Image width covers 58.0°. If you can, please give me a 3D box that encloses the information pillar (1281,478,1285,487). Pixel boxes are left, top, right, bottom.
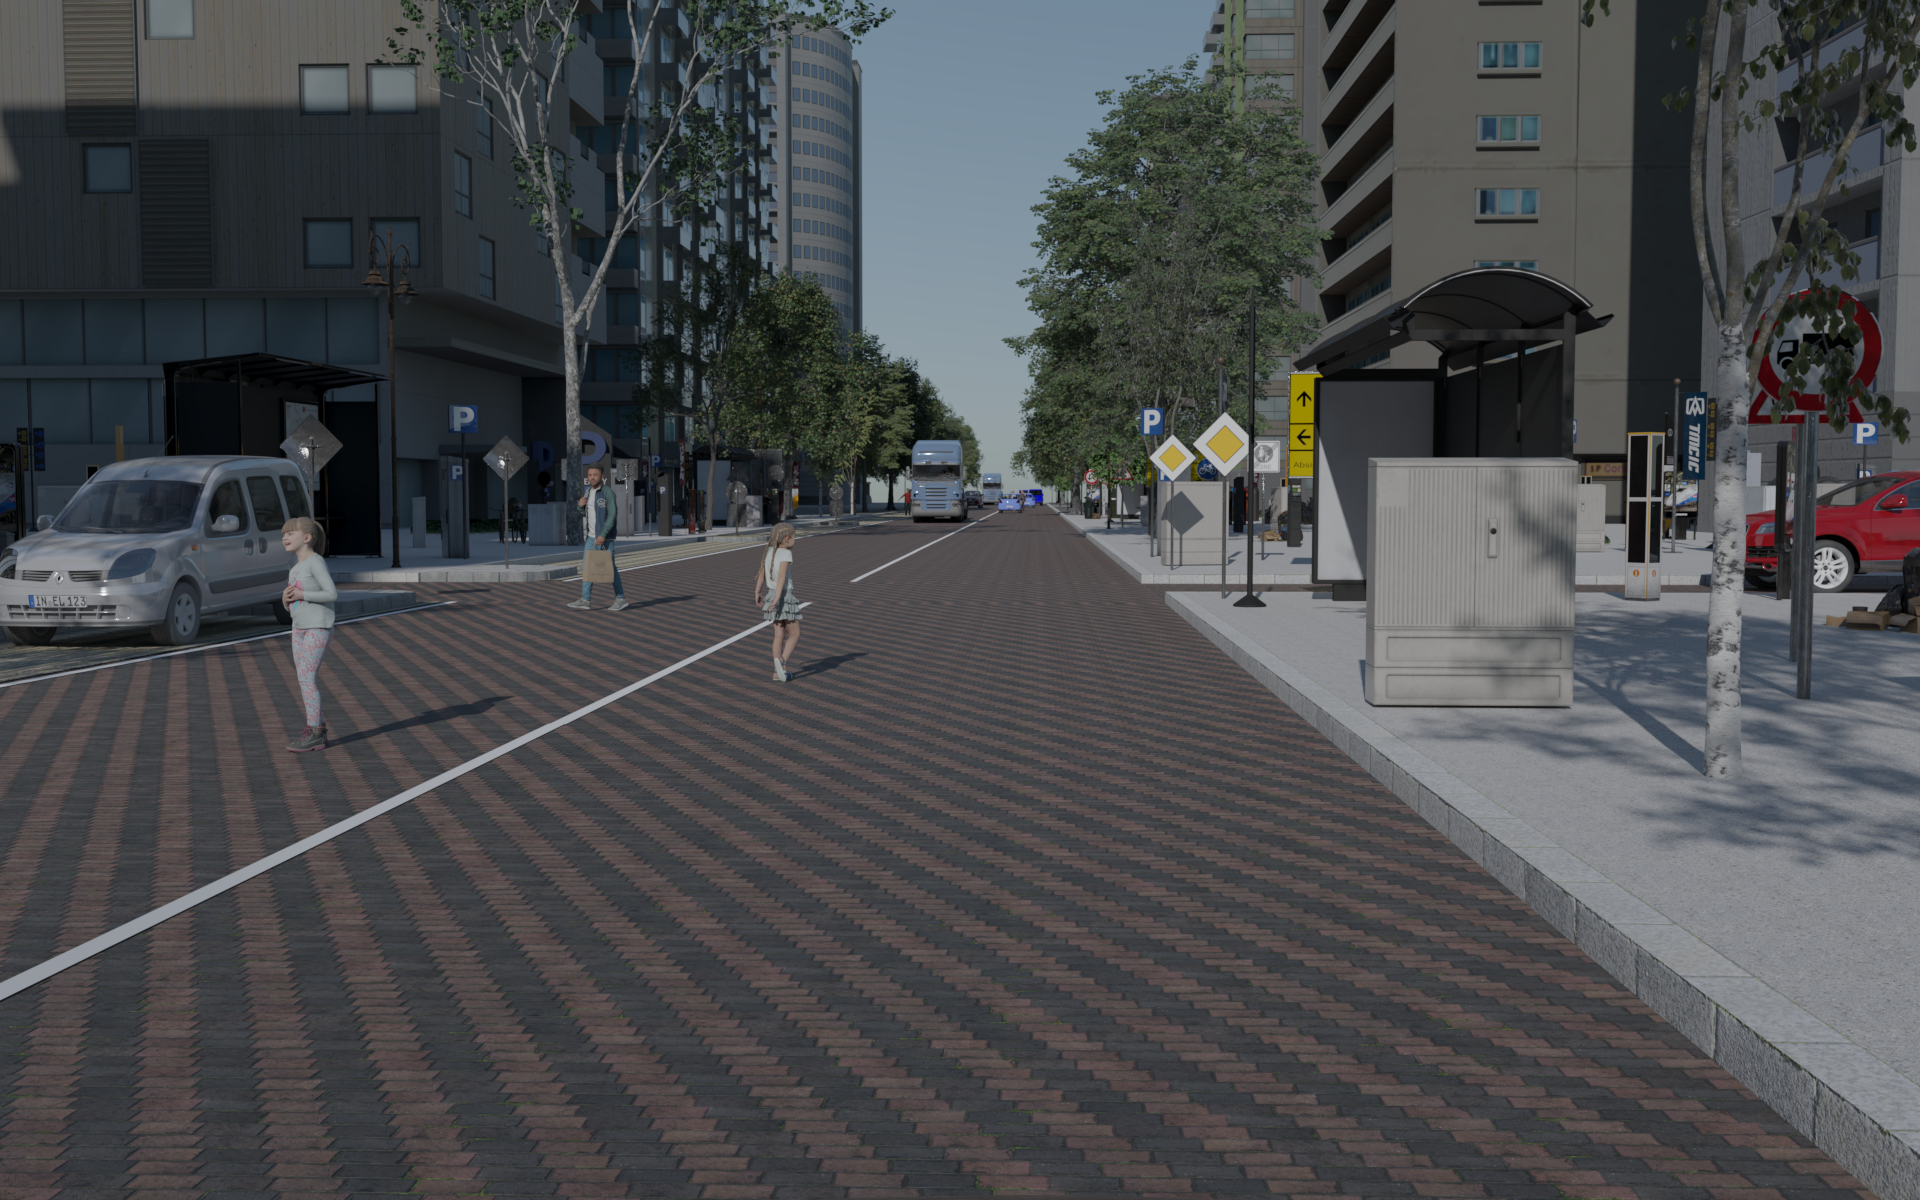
[{"bbox_3d":[14.982,-4.611,79.885,0.304,2.012,0.304,3,4,36],"label":"information pillar"}]

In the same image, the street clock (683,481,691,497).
[{"bbox_3d":[-14.733,-5.455,93.765,0.358,2.002,0.471,2,4,30],"label":"street clock"}]

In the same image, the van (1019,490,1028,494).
[{"bbox_3d":[9.549,-15.255,253.797,2.240,2.365,5.245,0,4,4],"label":"van"}]

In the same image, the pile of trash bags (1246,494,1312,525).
[{"bbox_3d":[13.275,-3.866,72.954,3.447,1.369,1.912,0,4,-1],"label":"pile of trash bags"}]

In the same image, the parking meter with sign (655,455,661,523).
[{"bbox_3d":[-13.949,-4.970,77.527,0.543,3.016,1.738,-2,4,-32],"label":"parking meter with sign"}]

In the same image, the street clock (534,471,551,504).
[{"bbox_3d":[-13.090,-3.044,54.340,0.471,2.002,0.358,-3,5,-44],"label":"street clock"}]

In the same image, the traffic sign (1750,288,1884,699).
[{"bbox_3d":[5.286,-0.652,10.774,0.768,2.556,0.104,1,4,11],"label":"traffic sign"}]

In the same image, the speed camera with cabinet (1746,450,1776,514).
[{"bbox_3d":[16.633,-2.559,36.170,0.660,3.252,2.038,0,4,0],"label":"speed camera with cabinet"}]

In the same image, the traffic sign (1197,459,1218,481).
[{"bbox_3d":[8.831,-3.774,61.803,0.768,2.556,0.104,1,4,8],"label":"traffic sign"}]

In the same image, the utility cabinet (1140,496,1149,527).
[{"bbox_3d":[7.247,-3.470,67.898,0.306,1.237,1.020,1,4,11],"label":"utility cabinet"}]

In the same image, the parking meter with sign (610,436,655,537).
[{"bbox_3d":[-10.183,-3.422,52.205,1.738,3.016,0.543,-1,4,-10],"label":"parking meter with sign"}]

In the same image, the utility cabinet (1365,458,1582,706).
[{"bbox_3d":[3.068,-0.107,10.424,1.173,1.500,0.318,0,4,3],"label":"utility cabinet"}]

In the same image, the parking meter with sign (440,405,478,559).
[{"bbox_3d":[-10.116,-2.355,34.759,0.543,3.016,1.738,-2,4,-27],"label":"parking meter with sign"}]

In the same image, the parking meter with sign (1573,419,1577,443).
[{"bbox_3d":[13.526,-2.722,40.763,1.738,3.016,0.543,2,4,31],"label":"parking meter with sign"}]

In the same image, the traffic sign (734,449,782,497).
[{"bbox_3d":[-9.174,-5.185,78.654,2.265,3.308,0.079,1,4,10],"label":"traffic sign"}]

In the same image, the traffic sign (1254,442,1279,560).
[{"bbox_3d":[5.859,-1.916,33.463,0.606,2.300,0.079,1,4,9],"label":"traffic sign"}]

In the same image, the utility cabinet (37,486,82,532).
[{"bbox_3d":[-24.628,-2.376,47.532,1.173,1.500,0.318,-2,4,-24],"label":"utility cabinet"}]

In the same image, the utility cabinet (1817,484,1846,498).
[{"bbox_3d":[18.322,-1.719,36.790,1.173,1.500,0.318,3,5,43],"label":"utility cabinet"}]

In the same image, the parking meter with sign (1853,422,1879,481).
[{"bbox_3d":[22.411,-2.848,42.819,0.543,3.016,1.738,2,4,31],"label":"parking meter with sign"}]

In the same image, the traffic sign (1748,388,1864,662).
[{"bbox_3d":[6.378,-0.805,13.172,0.884,2.594,0.081,0,4,6],"label":"traffic sign"}]

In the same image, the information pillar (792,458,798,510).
[{"bbox_3d":[-9.620,-6.652,100.110,0.504,3.616,0.183,-1,4,-20],"label":"information pillar"}]

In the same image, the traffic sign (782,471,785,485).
[{"bbox_3d":[-9.455,-5.730,93.791,0.768,2.556,0.104,0,4,8],"label":"traffic sign"}]

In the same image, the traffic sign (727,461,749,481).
[{"bbox_3d":[-8.871,-4.224,69.066,0.884,2.594,0.081,0,4,5],"label":"traffic sign"}]

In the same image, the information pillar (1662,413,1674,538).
[{"bbox_3d":[20.565,-3.599,50.197,0.504,3.616,0.183,-2,4,-33],"label":"information pillar"}]

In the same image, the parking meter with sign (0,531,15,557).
[{"bbox_3d":[-11.623,-1.417,19.421,1.738,3.016,0.543,-1,4,-15],"label":"parking meter with sign"}]

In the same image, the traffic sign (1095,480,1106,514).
[{"bbox_3d":[7.325,-5.546,90.681,0.884,2.594,0.081,1,4,9],"label":"traffic sign"}]

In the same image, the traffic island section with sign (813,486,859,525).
[{"bbox_3d":[-5.662,-4.336,79.521,1.989,1.847,2.006,0,4,2],"label":"traffic island section with sign"}]

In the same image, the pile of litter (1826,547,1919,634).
[{"bbox_3d":[8.945,-0.145,16.329,1.176,0.858,1.719,0,4,2],"label":"pile of litter"}]

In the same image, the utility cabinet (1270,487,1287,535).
[{"bbox_3d":[9.826,-2.721,53.174,0.318,1.500,1.173,0,4,-5],"label":"utility cabinet"}]

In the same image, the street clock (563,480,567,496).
[{"bbox_3d":[-14.943,-3.778,66.339,0.471,2.002,0.358,2,4,32],"label":"street clock"}]

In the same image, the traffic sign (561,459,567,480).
[{"bbox_3d":[-11.222,-2.934,50.099,0.606,2.300,0.079,0,4,4],"label":"traffic sign"}]

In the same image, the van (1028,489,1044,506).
[{"bbox_3d":[9.251,-12.800,213.660,2.240,2.365,5.245,0,4,1],"label":"van"}]

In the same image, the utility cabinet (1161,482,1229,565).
[{"bbox_3d":[4.213,-1.371,31.098,1.173,1.500,0.318,-1,4,-13],"label":"utility cabinet"}]

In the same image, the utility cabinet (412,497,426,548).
[{"bbox_3d":[-13.011,-1.864,41.642,0.306,1.237,1.020,-1,4,-16],"label":"utility cabinet"}]

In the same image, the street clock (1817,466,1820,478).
[{"bbox_3d":[21.425,-2.384,43.556,0.358,2.002,0.471,1,4,13],"label":"street clock"}]

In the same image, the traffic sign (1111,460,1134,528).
[{"bbox_3d":[6.148,-4.001,65.428,0.884,2.594,0.081,1,4,12],"label":"traffic sign"}]

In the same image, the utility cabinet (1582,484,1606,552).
[{"bbox_3d":[13.567,-1.802,38.137,1.173,1.500,0.318,0,4,1],"label":"utility cabinet"}]

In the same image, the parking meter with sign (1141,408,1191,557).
[{"bbox_3d":[4.455,-2.420,35.829,0.543,3.016,1.738,3,5,41],"label":"parking meter with sign"}]

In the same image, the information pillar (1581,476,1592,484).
[{"bbox_3d":[25.095,-3.974,69.466,0.304,2.012,0.304,-1,4,-19],"label":"information pillar"}]

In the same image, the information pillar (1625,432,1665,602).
[{"bbox_3d":[8.214,-0.996,20.784,0.304,2.012,0.304,-3,4,-36],"label":"information pillar"}]

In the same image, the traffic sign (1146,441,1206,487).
[{"bbox_3d":[8.147,-4.376,65.427,2.265,3.308,0.079,0,4,6],"label":"traffic sign"}]

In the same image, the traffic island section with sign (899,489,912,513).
[{"bbox_3d":[-3.527,-7.374,129.190,1.989,1.847,2.006,0,4,2],"label":"traffic island section with sign"}]

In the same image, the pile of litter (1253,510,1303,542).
[{"bbox_3d":[8.651,-2.034,47.228,1.719,0.858,1.176,-2,4,-24],"label":"pile of litter"}]

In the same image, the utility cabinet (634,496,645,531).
[{"bbox_3d":[-11.157,-3.001,60.234,0.306,1.237,1.020,0,4,-6],"label":"utility cabinet"}]

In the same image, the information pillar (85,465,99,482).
[{"bbox_3d":[-21.910,-2.403,43.776,0.304,2.012,0.304,-2,4,-30],"label":"information pillar"}]

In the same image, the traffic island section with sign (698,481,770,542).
[{"bbox_3d":[-6.802,-2.689,52.590,1.989,1.847,2.006,0,4,2],"label":"traffic island section with sign"}]

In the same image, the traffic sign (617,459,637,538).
[{"bbox_3d":[-9.708,-2.959,50.502,0.606,2.300,0.079,0,4,3],"label":"traffic sign"}]

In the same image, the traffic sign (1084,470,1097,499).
[{"bbox_3d":[6.835,-5.494,89.934,0.768,2.556,0.104,0,4,5],"label":"traffic sign"}]

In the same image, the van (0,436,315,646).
[{"bbox_3d":[-8.042,-0.647,17.590,2.013,2.044,4.112,0,4,2],"label":"van"}]

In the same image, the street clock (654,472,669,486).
[{"bbox_3d":[-9.583,-3.130,55.739,0.471,2.002,0.358,-3,5,-40],"label":"street clock"}]

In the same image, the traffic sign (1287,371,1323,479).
[{"bbox_3d":[6.550,-2.125,28.616,2.265,3.308,0.079,1,4,10],"label":"traffic sign"}]

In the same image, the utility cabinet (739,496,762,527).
[{"bbox_3d":[-8.273,-3.465,67.816,1.020,1.237,0.306,1,4,14],"label":"utility cabinet"}]
